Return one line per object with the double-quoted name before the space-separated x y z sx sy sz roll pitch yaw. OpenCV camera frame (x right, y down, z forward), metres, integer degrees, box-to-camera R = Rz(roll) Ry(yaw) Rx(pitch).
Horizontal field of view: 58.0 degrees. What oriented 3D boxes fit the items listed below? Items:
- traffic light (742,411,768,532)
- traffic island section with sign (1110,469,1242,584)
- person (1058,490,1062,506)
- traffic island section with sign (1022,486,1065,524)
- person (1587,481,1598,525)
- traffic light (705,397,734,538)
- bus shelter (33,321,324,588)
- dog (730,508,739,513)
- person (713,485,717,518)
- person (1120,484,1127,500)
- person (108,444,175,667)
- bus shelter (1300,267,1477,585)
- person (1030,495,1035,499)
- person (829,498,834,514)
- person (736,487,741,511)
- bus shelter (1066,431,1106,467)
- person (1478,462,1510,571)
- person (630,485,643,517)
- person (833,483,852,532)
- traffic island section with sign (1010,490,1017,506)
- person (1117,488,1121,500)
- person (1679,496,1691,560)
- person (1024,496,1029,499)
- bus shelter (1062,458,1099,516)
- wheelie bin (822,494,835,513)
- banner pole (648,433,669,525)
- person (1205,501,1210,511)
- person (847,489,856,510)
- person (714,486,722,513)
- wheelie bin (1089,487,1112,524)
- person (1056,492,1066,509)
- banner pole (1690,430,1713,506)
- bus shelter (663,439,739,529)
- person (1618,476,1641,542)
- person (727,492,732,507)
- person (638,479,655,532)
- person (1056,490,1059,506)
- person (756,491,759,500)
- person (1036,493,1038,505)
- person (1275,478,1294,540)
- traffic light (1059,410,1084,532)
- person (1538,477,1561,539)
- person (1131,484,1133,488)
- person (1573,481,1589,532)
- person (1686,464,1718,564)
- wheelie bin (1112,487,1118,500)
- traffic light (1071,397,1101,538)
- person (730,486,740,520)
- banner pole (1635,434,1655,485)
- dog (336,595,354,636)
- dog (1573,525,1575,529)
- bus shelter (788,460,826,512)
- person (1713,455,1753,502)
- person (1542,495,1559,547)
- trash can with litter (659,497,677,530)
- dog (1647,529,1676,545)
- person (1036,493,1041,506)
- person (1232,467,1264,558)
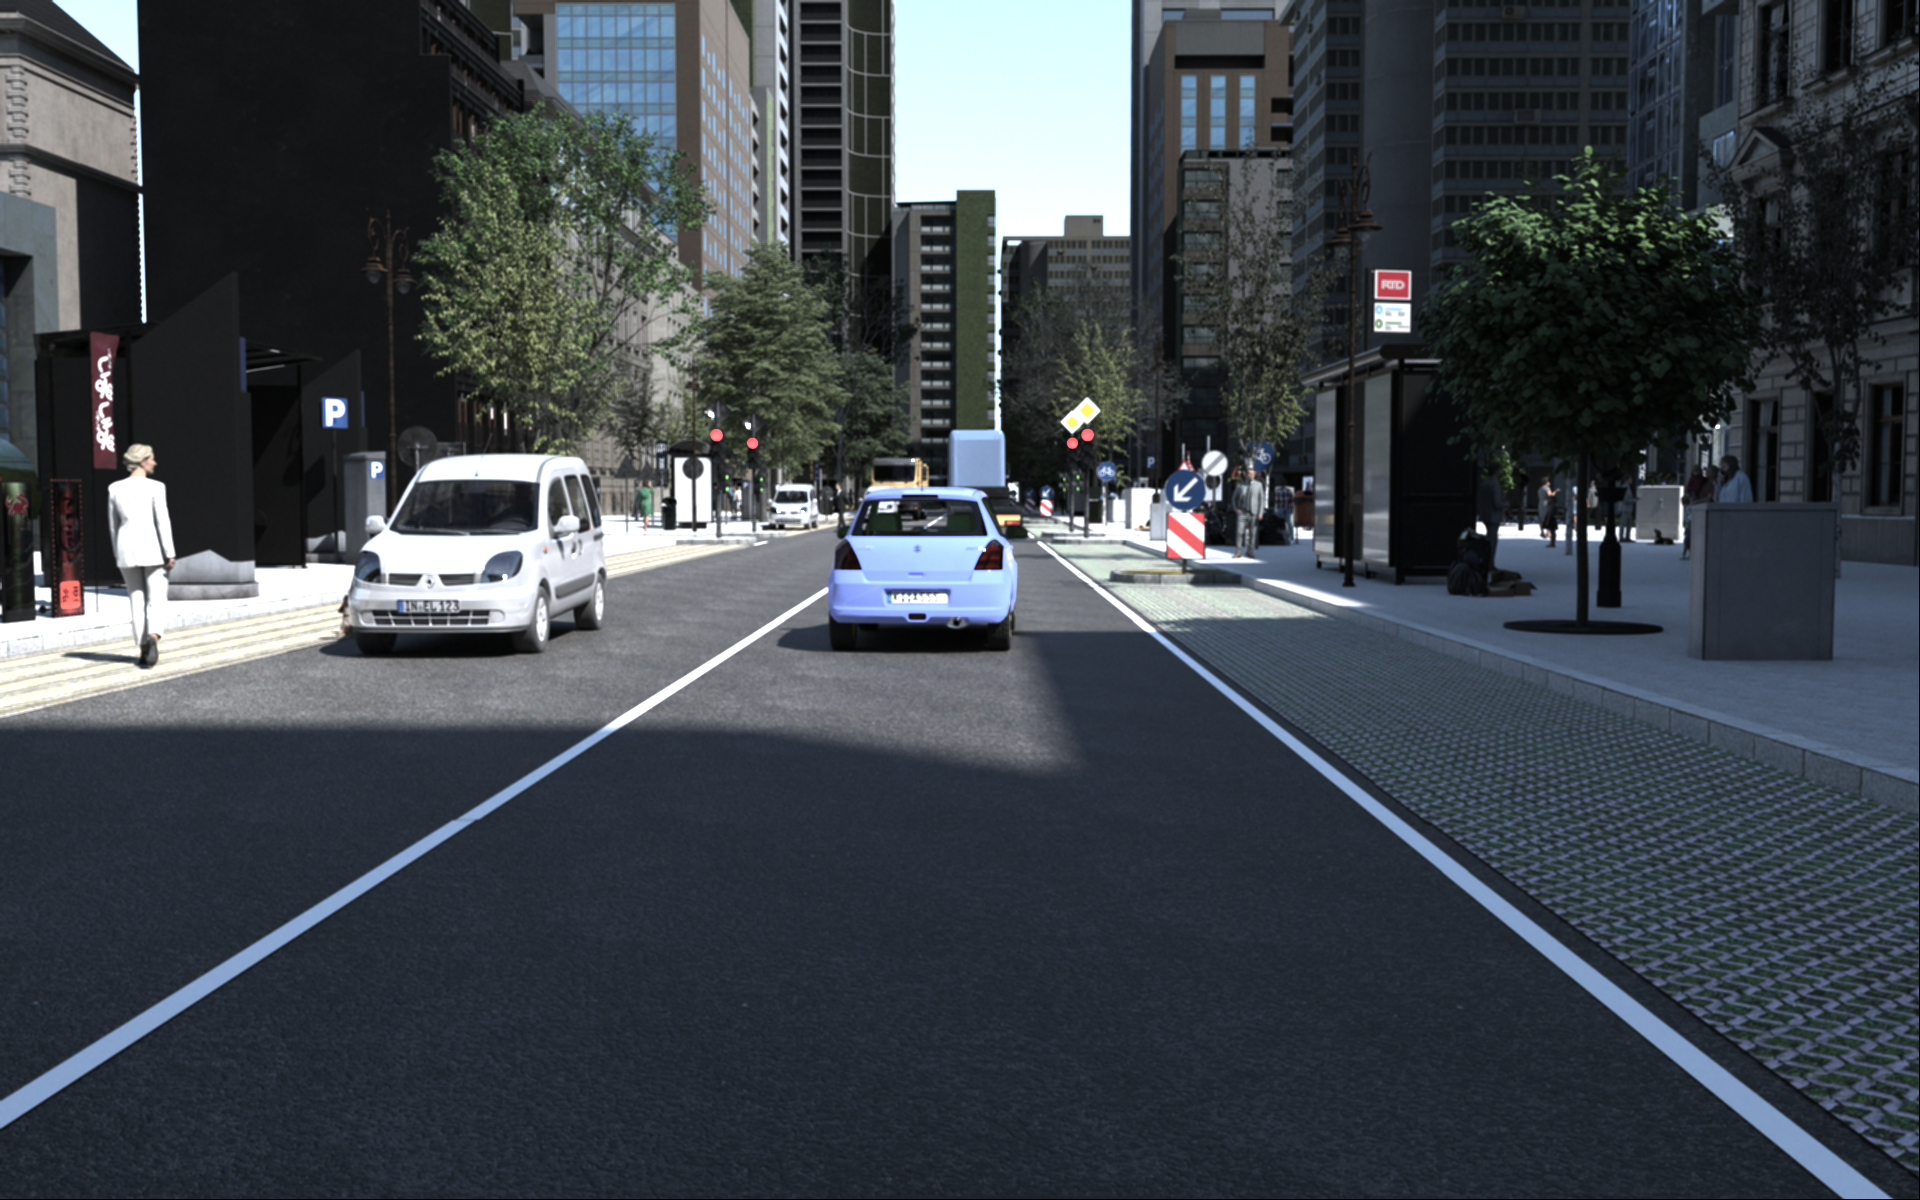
"traffic light" -6.919 -4.243 58.299 0.839 4.253 0.868 0 4 1
"traffic island section with sign" 3.484 -1.204 28.309 1.989 1.847 2.006 0 4 1
"person" 10.631 -10.822 183.083 1.348 1.812 0.705 3 5 41
"traffic island section with sign" 4.034 -4.574 83.416 1.989 1.847 2.006 0 4 1
"person" 23.716 -3.583 65.026 0.661 1.777 0.834 -2 4 -30
"traffic light" -7.002 -3.755 50.314 0.839 4.253 0.868 0 4 1
"bus shelter" -11.786 -2.166 26.703 1.731 3.624 6.357 0 4 1
"dog" -15.550 -6.271 120.269 0.748 0.427 0.550 1 4 9
"person" -13.147 -5.285 92.797 0.601 1.785 0.444 -1 4 -20
"person" 9.432 -5.648 98.271 0.514 1.842 0.818 -3 5 -40
"person" -6.739 -0.360 14.265 0.514 1.842 0.818 -1 4 -19
"bus shelter" 6.965 -3.108 28.452 2.179 5.291 8.768 0 4 1
"person" 7.775 -11.226 190.292 1.217 1.736 0.721 -2 4 -35
"person" -8.462 -6.331 113.832 0.394 1.301 0.425 -2 4 -26
"person" -16.549 -7.601 130.197 0.514 1.842 0.818 -3 4 -38
"bus shelter" 7.784 -7.973 107.989 2.179 5.291 8.768 0 4 1
"person" 8.744 -1.343 28.194 0.583 1.804 0.606 -1 4 -12
"person" -18.048 -5.556 96.659 0.755 1.850 0.659 1 4 23
"person" -4.454 -3.412 64.060 0.755 1.850 0.659 -3 5 -41
"traffic island section with sign" 4.325 -6.223 110.379 1.989 1.847 2.006 0 4 1
"person" 14.490 -9.280 157.635 0.709 1.838 0.599 -3 5 -40
"person" 14.228 -1.415 33.862 0.332 1.250 0.352 -2 4 -35
"person" 7.913 -11.999 202.246 0.705 1.822 1.348 3 4 37
"bus shelter" 6.987 -6.439 99.202 2.014 3.302 5.546 0 4 1
"wheelie bin" -8.837 -6.584 115.550 0.980 1.594 0.693 -3 5 -41
"banner pole" -12.459 -4.982 71.468 0.863 3.779 0.401 0 4 0
"person" 11.022 -4.254 76.273 0.598 1.740 0.731 -1 4 -18
"person" -9.010 -8.261 141.890 1.217 1.735 0.721 -3 4 -36
"person" -16.758 -6.910 118.936 0.836 1.842 0.656 0 4 2
"wheelie bin" 5.918 -4.129 75.414 0.980 1.594 0.693 2 4 28
"person" 8.975 -8.816 150.316 1.348 1.807 0.705 0 4 -1
"banner pole" 25.319 -4.237 59.286 0.863 3.779 0.401 1 4 20
"bus shelter" -9.833 -4.418 66.158 2.014 3.302 5.546 0 4 1
"person" 17.748 -2.426 45.903 0.583 1.804 0.606 1 4 13
"person" -18.401 -7.919 138.755 0.697 1.427 0.421 2 4 33
"person" -10.772 -3.244 59.328 0.600 1.795 0.529 0 4 4
"person" 9.989 -10.643 180.146 0.705 1.814 1.350 2 4 26
"person" -11.472 -5.496 95.871 0.822 1.834 0.622 1 4 13
"person" 8.851 -11.846 200.447 0.721 1.743 1.217 3 4 37
"person" 9.135 -2.562 48.777 0.563 1.720 0.643 0 4 -8
"traffic light" 3.742 -4.238 58.204 0.839 4.253 0.868 0 4 1
"person" 16.980 -2.658 49.857 0.532 1.782 0.716 -1 4 -14
"person" 10.652 -6.218 107.071 0.474 1.900 0.648 -2 4 -32
"person" 21.078 -3.228 58.915 0.616 1.811 0.778 1 4 20
"person" 13.649 -1.580 31.845 0.580 1.828 0.573 1 4 22
"wheelie bin" 6.970 -4.516 81.751 0.980 1.594 0.693 1 4 22
"traffic light" 3.659 -3.749 50.220 0.839 4.253 0.868 0 4 1
"person" -11.168 -4.813 85.737 0.522 1.701 0.512 -1 4 -11
"banner pole" 23.457 -4.229 59.164 0.863 3.779 0.401 0 4 -4
"dog" -6.123 0.149 17.761 0.748 0.427 0.550 -3 5 -44
"dog" 22.321 -2.770 63.030 0.748 0.427 0.550 -1 4 -13
"bus shelter" -9.870 -7.987 108.218 2.179 5.291 8.768 0 4 1
"person" 10.162 -1.000 22.654 0.793 1.790 0.793 -3 5 -43
"person" 14.228 -1.899 41.755 0.373 1.253 0.362 3 4 37
"trash can with litter" -10.388 -3.078 61.705 0.624 1.170 1.055 0 4 -8
"dog" 17.678 -1.582 43.598 0.550 0.427 0.748 0 4 2
"person" 8.628 -11.107 187.276 0.705 1.869 1.348 3 5 39
"person" 5.756 -1.744 34.651 0.635 1.810 0.391 0 4 5
